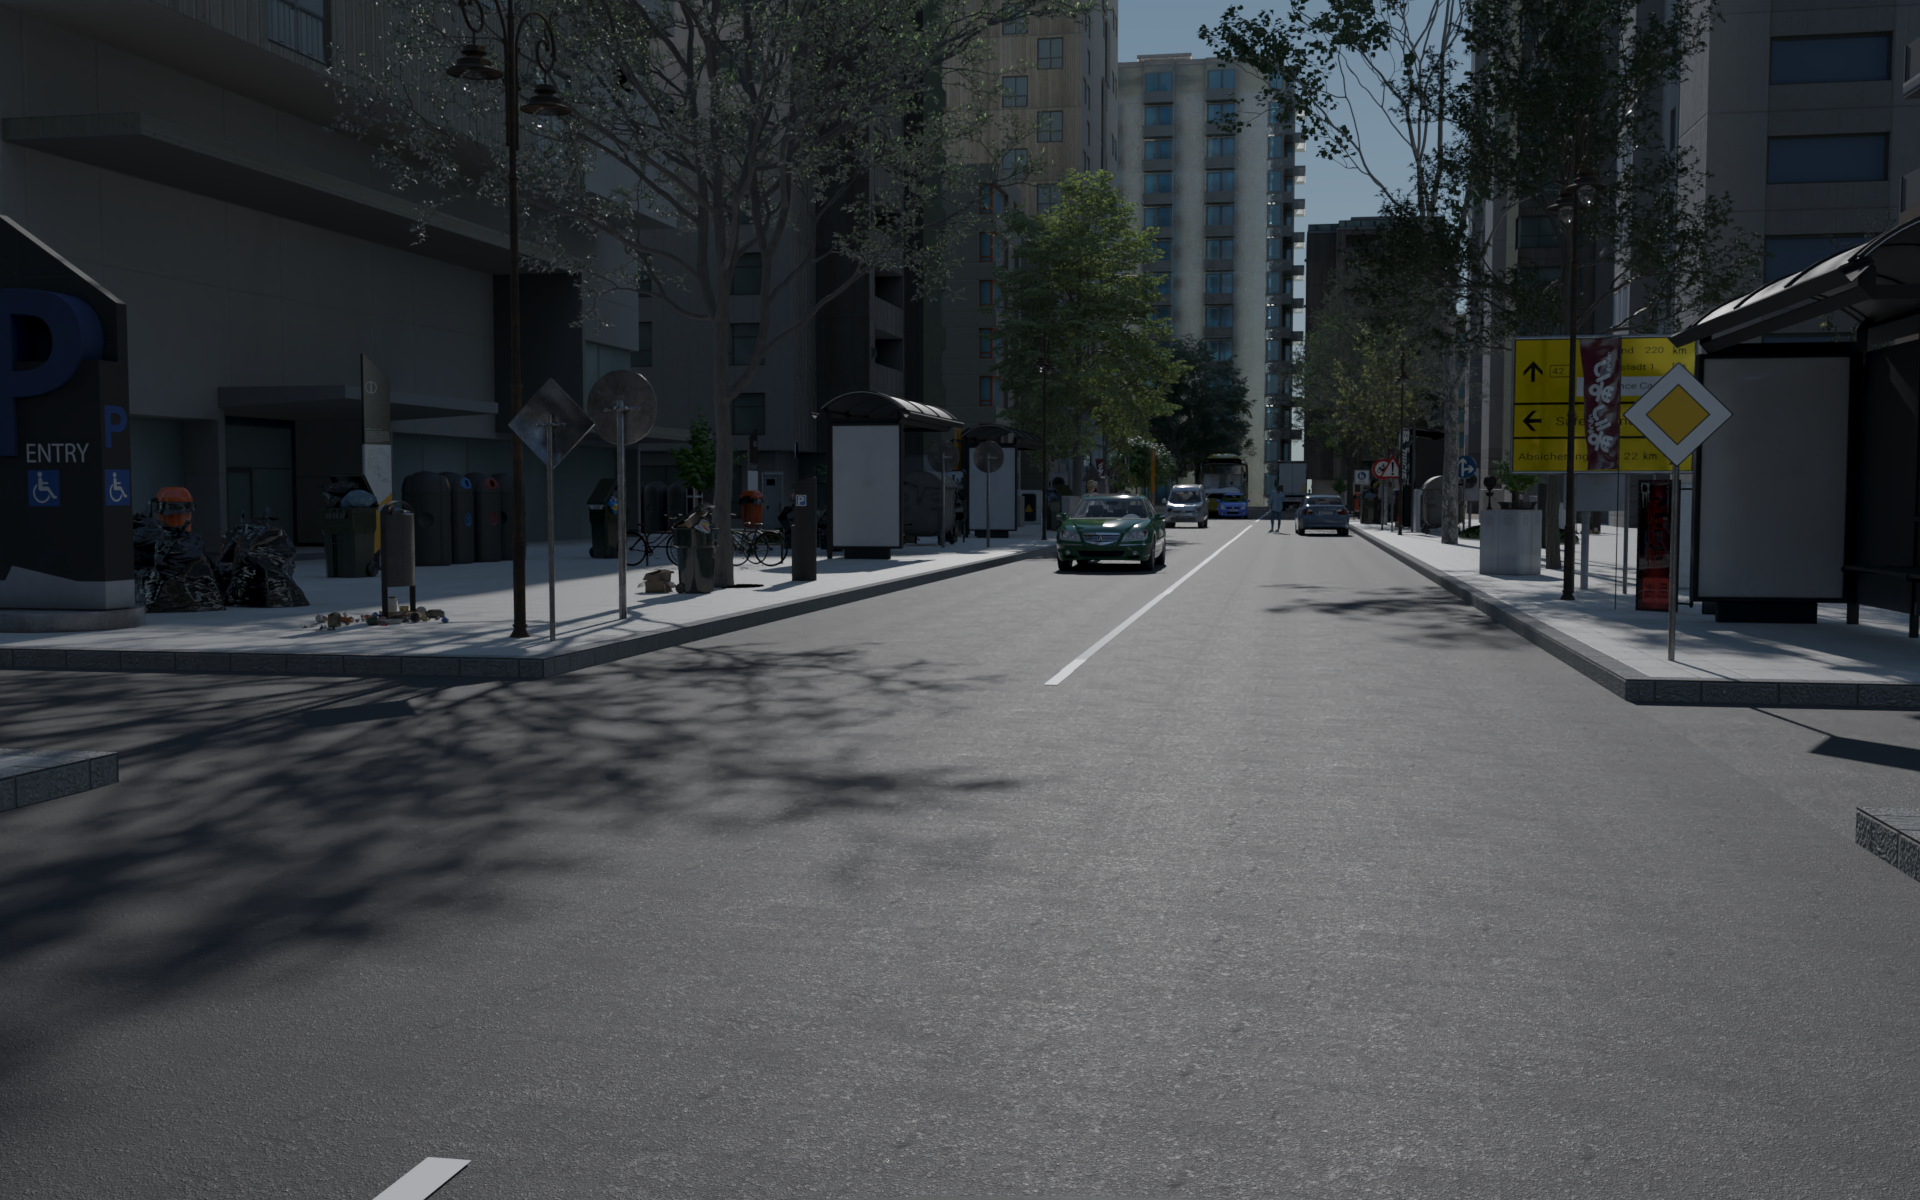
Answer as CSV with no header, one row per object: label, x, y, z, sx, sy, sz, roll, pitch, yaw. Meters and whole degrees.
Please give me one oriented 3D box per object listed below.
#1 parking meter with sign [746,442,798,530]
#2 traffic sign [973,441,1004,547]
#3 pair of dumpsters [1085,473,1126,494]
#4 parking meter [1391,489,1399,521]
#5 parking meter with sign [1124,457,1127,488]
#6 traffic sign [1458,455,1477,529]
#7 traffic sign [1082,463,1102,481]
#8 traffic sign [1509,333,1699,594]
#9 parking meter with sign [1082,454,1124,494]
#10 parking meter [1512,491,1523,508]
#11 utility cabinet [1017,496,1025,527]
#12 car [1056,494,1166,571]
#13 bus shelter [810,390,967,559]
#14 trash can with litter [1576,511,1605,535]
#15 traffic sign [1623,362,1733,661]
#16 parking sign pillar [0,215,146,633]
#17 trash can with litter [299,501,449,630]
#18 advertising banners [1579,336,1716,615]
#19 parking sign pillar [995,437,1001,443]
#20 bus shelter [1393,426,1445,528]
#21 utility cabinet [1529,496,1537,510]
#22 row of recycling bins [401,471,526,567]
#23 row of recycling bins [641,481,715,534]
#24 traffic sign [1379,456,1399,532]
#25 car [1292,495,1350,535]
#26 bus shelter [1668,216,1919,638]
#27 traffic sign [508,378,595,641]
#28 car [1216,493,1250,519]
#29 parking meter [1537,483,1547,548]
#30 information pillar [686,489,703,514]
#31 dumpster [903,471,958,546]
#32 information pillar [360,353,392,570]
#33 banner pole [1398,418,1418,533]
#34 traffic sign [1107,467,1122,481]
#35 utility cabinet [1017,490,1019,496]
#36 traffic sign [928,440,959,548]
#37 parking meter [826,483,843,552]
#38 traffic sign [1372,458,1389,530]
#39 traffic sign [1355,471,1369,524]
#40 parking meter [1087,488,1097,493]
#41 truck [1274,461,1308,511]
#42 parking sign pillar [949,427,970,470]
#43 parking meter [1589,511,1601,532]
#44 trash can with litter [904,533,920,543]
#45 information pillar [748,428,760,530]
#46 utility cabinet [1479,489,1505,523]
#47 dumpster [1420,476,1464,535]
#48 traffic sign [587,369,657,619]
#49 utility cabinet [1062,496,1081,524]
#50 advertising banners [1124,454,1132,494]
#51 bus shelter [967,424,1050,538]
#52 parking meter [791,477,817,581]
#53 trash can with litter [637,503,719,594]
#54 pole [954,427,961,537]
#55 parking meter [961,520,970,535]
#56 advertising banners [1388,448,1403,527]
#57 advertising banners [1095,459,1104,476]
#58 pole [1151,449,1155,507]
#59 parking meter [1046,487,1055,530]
parking meter with sign,-6.321,-3.793,58.274,1.738,3.016,0.543,-1,4,-9
traffic sign,0.678,-2.538,41.603,0.768,2.556,0.104,1,4,16
pair of dumpsters,6.568,-4.647,78.469,1.574,2.255,4.437,1,4,11
parking meter,20.093,-4.374,79.919,0.372,1.533,0.369,0,3,0
parking meter with sign,7.003,-5.265,82.348,1.738,3.016,0.543,1,4,15
traffic sign,16.664,-3.494,57.234,0.768,2.556,0.104,1,4,18
traffic sign,5.547,-4.450,72.760,0.884,2.594,0.081,1,4,19
traffic sign,8.231,-1.734,22.227,2.265,3.308,0.079,1,4,12
parking meter with sign,6.143,-4.817,75.018,1.738,3.016,0.543,-2,4,-34
parking meter,19.133,-3.124,59.485,0.372,1.533,0.369,0,3,0
utility cabinet,2.078,-3.456,67.665,0.306,1.237,1.020,-3,5,-41
car,3.027,-1.361,34.056,2.131,1.459,4.920,1,4,11
bus shelter,-1.413,-2.605,36.513,2.014,3.302,5.546,1,4,11
trash can with litter,19.664,-2.728,55.667,2.233,1.210,1.678,1,4,12
traffic sign,5.481,-0.590,13.290,0.795,2.450,0.064,1,4,11
parking sign pillar,-8.643,-1.718,16.565,1.447,3.967,1.447,1,4,12
trash can with litter,-5.933,-0.383,17.314,1.678,1.210,2.233,1,4,15
advertising banners,7.626,-1.384,18.809,0.090,3.025,2.074,-3,4,-38
parking sign pillar,1.050,-5.090,71.686,1.447,3.967,1.447,-2,4,-30
bus shelter,16.655,-4.350,62.404,1.731,3.624,6.357,1,4,11
utility cabinet,19.724,-2.902,58.609,1.020,1.237,0.306,-2,4,-29
row of recycling bins,-9.247,-1.539,32.278,1.069,1.692,3.534,1,4,15
row of recycling bins,-9.368,-2.994,56.072,3.534,1.692,1.069,1,4,22
traffic sign,14.561,-3.566,58.316,0.884,2.594,0.081,1,4,20
car,12.817,-3.020,61.386,2.014,1.417,4.499,1,4,9
bus shelter,7.626,-1.269,14.676,2.014,3.302,5.546,1,4,11
traffic sign,-3.547,-0.697,15.031,0.795,2.450,0.064,1,4,11
car,15.856,-5.558,100.457,1.945,1.707,3.694,1,4,9
parking meter,13.842,-1.991,40.966,0.372,1.533,0.369,0,3,0
information pillar,-6.808,-2.442,44.422,0.304,2.012,0.304,3,5,39
dumpster,-0.830,-2.302,43.395,1.264,1.857,1.865,1,4,11
information pillar,-9.790,-2.305,29.040,0.183,3.616,0.504,3,5,45
banner pole,14.813,-4.116,57.308,0.863,3.779,0.401,-2,4,-27
traffic sign,7.189,-4.948,81.009,0.768,2.556,0.104,1,4,17
utility cabinet,2.742,-4.842,87.840,1.173,1.500,0.318,3,4,37
traffic sign,-0.401,-2.506,41.080,0.768,2.556,0.104,1,4,12
parking meter,-2.794,-1.846,38.595,0.372,1.533,0.369,0,3,0
traffic sign,15.088,-3.775,61.827,0.768,2.556,0.104,1,4,12
traffic sign,17.169,-4.398,74.043,0.606,2.300,0.079,1,4,15
parking meter,5.071,-3.550,66.445,0.372,1.533,0.369,0,3,0
truck,28.879,-9.911,150.960,2.839,4.237,11.283,1,4,10
parking sign pillar,-0.210,-4.981,69.908,1.447,3.967,1.447,1,4,13
parking meter,21.053,-2.996,57.390,0.372,1.533,0.369,0,3,0
trash can with litter,-1.570,-2.077,45.352,1.055,1.170,0.624,1,4,9
information pillar,-7.353,-4.293,61.551,0.183,3.616,0.504,2,4,31
utility cabinet,23.314,-4.113,75.924,1.173,1.500,0.318,-2,4,-25
dumpster,15.396,-3.029,55.284,1.264,1.857,1.865,1,4,11
traffic sign,-3.467,-1.078,17.736,0.768,2.556,0.104,1,4,12
utility cabinet,3.760,-2.881,58.263,0.306,1.237,1.020,2,4,27
advertising banners,7.145,-4.765,74.094,0.090,3.025,2.074,1,4,10
bus shelter,1.357,-3.599,52.774,2.014,3.302,5.546,1,4,11
parking meter,-2.309,-1.053,25.632,0.372,1.533,0.369,0,3,0
trash can with litter,-3.662,-0.675,22.424,1.055,1.170,0.624,1,4,11
pole,-0.073,-3.526,51.492,0.158,3.312,0.155,0,3,0
parking meter,0.133,-2.845,54.924,0.372,1.533,0.369,0,3,0
advertising banners,17.022,-4.343,67.197,0.090,3.025,2.074,3,4,38
advertising banners,7.527,-5.435,85.046,2.074,3.025,0.090,3,4,36
pole,8.787,-5.202,78.892,0.158,3.312,0.155,0,3,0
parking meter,3.243,-3.236,61.325,0.372,1.533,0.369,0,3,0
